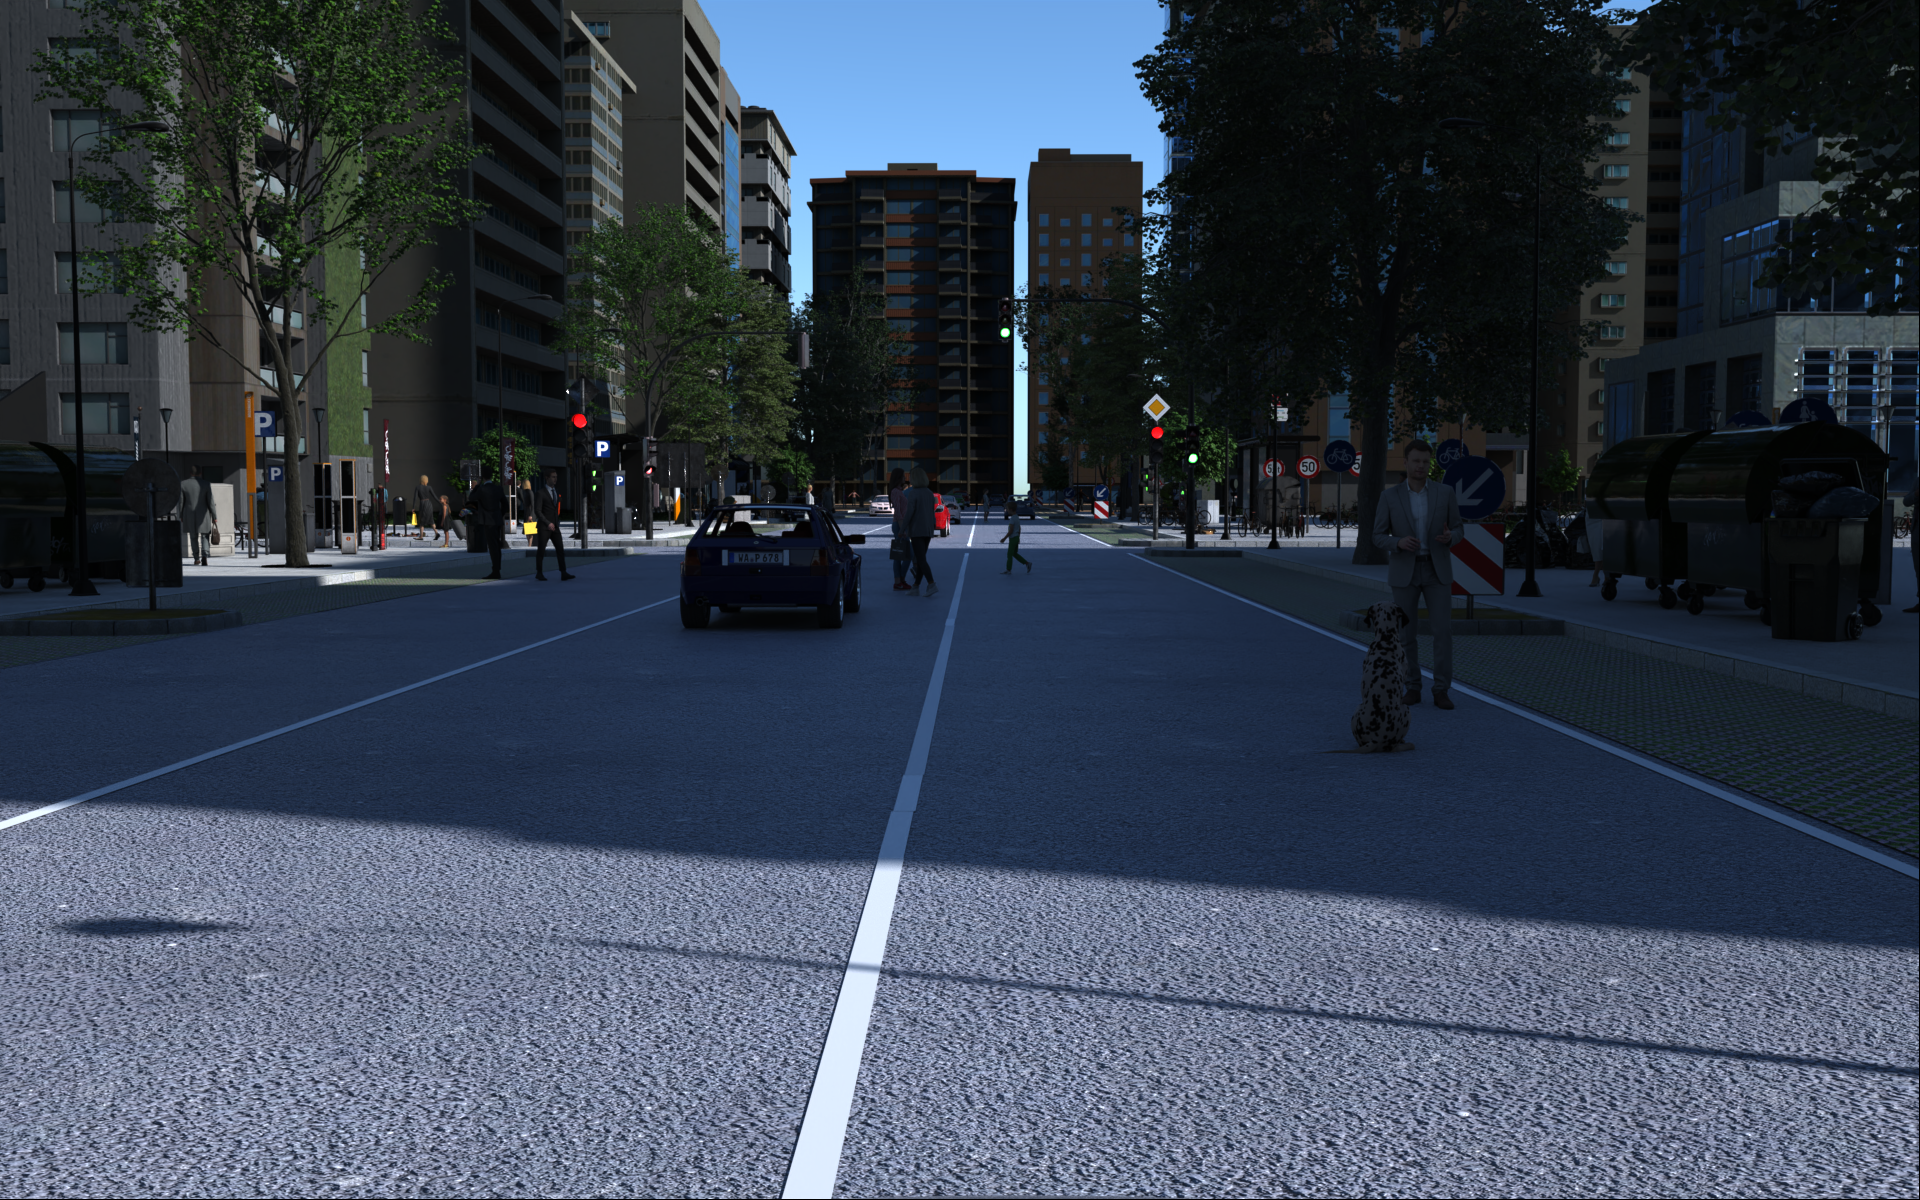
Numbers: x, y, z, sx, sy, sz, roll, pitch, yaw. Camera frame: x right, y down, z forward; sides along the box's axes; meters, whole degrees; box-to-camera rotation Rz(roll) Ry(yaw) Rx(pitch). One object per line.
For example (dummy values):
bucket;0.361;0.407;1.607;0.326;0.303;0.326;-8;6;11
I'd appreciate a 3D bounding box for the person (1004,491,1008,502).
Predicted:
person;5.216;-11.338;194.592;0.721;1.743;1.217;-1;4;-11

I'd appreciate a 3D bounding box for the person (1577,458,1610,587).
person;8.958;-1.085;24.127;0.624;1.780;0.694;-1;4;-17

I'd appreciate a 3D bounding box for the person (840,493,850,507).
person;-10.668;-9.252;160.538;0.991;1.433;0.599;-1;4;-10

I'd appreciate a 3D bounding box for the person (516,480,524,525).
person;-18.175;-3.995;71.139;0.659;1.850;0.755;2;4;24

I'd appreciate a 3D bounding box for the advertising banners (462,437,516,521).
advertising banners;-14.574;-3.515;53.651;2.074;3.025;0.090;2;4;25

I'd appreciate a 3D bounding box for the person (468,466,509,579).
person;-7.907;-1.295;29.029;0.474;1.900;0.648;1;4;18

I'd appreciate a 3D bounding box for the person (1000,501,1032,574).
person;1.004;-1.119;31.041;0.590;1.304;0.306;0;4;-6

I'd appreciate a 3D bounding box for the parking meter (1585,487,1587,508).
parking meter;19.189;-2.706;52.655;0.372;1.533;0.369;0;3;0

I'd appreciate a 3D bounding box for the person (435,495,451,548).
person;-12.346;-1.876;41.380;0.373;1.253;0.362;-1;4;-13

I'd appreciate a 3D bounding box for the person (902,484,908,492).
person;-2.172;-3.616;67.647;0.581;1.822;0.654;2;4;30

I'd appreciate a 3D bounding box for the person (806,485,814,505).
person;-5.685;-3.435;65.008;0.624;1.780;0.694;0;4;-6

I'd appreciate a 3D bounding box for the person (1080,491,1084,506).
person;13.639;-11.426;193.779;0.541;1.710;0.530;0;4;5

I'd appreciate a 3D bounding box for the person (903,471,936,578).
person;-0.775;-1.303;29.659;0.638;1.841;0.748;2;4;24

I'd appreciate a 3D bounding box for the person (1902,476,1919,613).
person;10.371;-0.755;18.568;0.466;1.800;0.511;-2;4;-35

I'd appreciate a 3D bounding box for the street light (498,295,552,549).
street light;-10.195;-4.155;40.481;1.470;5.913;1.316;0;4;1

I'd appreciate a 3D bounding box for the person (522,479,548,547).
person;-10.878;-2.170;44.205;0.699;1.804;1.509;1;4;9

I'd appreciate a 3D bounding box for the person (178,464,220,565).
person;-13.709;-1.534;31.230;0.694;1.812;0.767;-1;4;-13

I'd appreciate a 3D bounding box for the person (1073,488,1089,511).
person;9.173;-7.615;131.366;1.217;1.723;0.721;1;4;22

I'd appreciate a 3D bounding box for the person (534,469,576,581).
person;-6.723;-1.244;28.621;0.755;1.850;0.659;2;4;32

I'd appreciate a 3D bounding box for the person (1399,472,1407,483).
person;10.328;-2.061;40.015;0.850;1.792;0.678;1;4;13

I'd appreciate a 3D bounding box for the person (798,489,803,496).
person;-12.333;-7.734;133.214;0.721;1.735;1.217;-1;4;-22

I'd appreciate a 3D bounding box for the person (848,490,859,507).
person;-10.636;-10.209;173.675;1.217;1.736;0.721;-1;4;-14

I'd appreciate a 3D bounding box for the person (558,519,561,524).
person;-16.704;-3.742;71.467;0.306;1.304;0.590;3;4;37

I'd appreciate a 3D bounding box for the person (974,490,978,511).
person;1.407;-8.663;150.165;0.705;1.821;1.348;0;4;6

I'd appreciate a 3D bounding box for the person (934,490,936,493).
person;-2.389;-9.578;165.086;0.705;1.826;1.348;0;4;-2

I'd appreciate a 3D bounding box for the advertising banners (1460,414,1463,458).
advertising banners;10.839;-2.524;37.452;0.090;3.025;2.074;1;4;16

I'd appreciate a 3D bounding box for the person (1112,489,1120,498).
person;15.868;-10.215;173.047;1.348;1.826;0.705;2;4;26

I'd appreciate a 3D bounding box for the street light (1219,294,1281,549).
street light;6.795;-4.144;40.301;1.470;5.913;1.316;0;4;1

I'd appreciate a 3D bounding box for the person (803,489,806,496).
person;-14.636;-9.528;162.557;1.217;1.736;0.721;0;4;4

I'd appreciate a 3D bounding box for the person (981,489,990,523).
person;1.284;-4.661;85.707;0.522;1.701;0.512;-1;4;-15

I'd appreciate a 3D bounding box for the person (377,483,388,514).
person;-28.702;-4.897;85.974;0.638;1.841;0.748;-2;4;-30

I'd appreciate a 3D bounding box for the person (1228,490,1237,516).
person;15.770;-5.727;99.884;0.583;1.804;0.606;-1;4;-21

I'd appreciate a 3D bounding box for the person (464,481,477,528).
person;-17.021;-3.288;60.392;0.643;1.750;0.593;0;4;-2

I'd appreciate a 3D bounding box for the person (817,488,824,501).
person;-9.975;-7.345;126.848;1.217;1.736;0.721;0;4;1

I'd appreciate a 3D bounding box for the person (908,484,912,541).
person;-1.475;-2.611;51.776;0.593;1.750;0.643;2;4;35

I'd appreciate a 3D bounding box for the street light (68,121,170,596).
street light;-10.547;-3.009;21.737;1.470;5.913;1.316;0;4;1

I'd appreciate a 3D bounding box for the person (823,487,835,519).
person;-7.195;-5.255;94.521;0.694;1.812;0.767;-2;4;-33

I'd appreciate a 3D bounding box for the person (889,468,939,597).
person;-0.600;-0.952;24.243;0.728;1.800;0.709;3;5;43

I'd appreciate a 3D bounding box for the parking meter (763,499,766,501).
parking meter;-12.135;-6.119;108.459;0.372;1.533;0.369;0;3;0

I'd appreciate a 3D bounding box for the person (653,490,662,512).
person;-14.845;-4.766;84.445;0.782;1.767;0.515;1;4;20

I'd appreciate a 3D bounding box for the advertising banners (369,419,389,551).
advertising banners;-13.276;-2.660;39.677;0.090;3.025;2.074;0;4;-6

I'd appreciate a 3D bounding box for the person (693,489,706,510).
person;-21.190;-8.209;140.991;1.217;1.736;0.721;1;4;9

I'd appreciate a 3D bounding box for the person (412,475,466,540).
person;-14.438;-2.547;47.912;1.509;1.804;0.699;1;4;8

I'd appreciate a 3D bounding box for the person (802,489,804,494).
person;-13.342;-8.440;144.559;0.750;1.759;0.617;3;5;42

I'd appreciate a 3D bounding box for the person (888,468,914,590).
person;-0.875;-1.054;25.742;0.388;1.821;0.555;-1;4;-13

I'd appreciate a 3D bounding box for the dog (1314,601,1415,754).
dog;2.279;0.433;9.750;0.800;0.831;0.513;-2;4;-31

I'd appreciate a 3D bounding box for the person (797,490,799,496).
person;-15.002;-9.460;161.516;0.742;1.727;0.445;-3;5;-44

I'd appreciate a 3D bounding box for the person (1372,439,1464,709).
person;3.098;-0.181;11.667;0.606;1.804;0.583;0;4;7

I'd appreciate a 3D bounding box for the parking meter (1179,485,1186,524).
parking meter;9.677;-4.226;74.813;0.255;1.863;0.399;-3;5;-43
